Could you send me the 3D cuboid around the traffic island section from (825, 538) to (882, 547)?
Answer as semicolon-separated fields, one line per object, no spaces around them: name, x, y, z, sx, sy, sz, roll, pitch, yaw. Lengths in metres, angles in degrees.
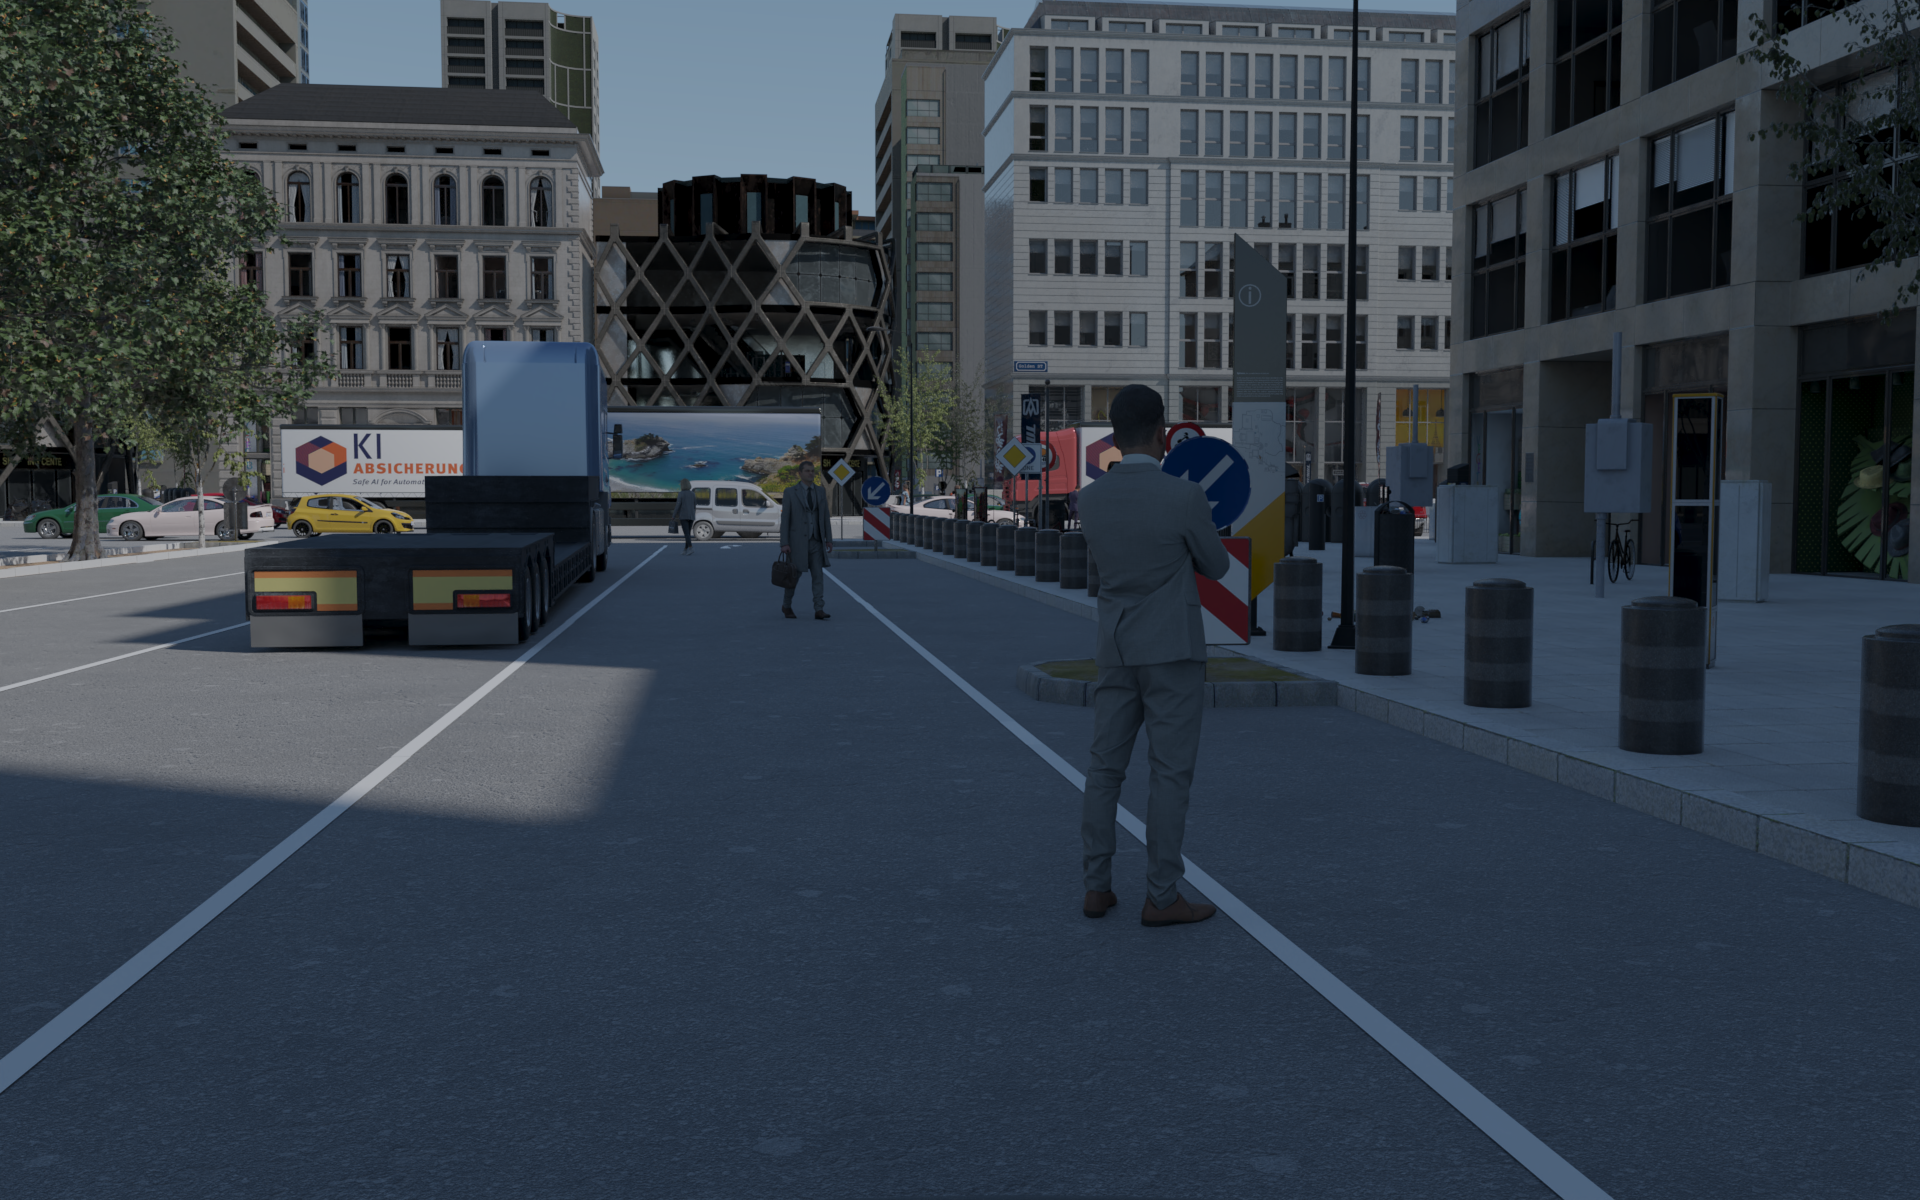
traffic island section;-3.282;-1.599;48.426;2.009;0.180;2.903;0;4;-8

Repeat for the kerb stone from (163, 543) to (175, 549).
kerb stone;-20.421;-1.360;44.436;0.120;0.150;1.000;0;4;-8

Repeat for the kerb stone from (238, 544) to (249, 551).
kerb stone;-18.201;-1.310;43.685;0.120;0.150;1.000;0;4;-8

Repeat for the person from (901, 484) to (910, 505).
person;-2.001;-3.468;65.292;0.778;1.811;0.616;3;4;36

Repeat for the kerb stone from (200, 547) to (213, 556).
kerb stone;-17.795;-1.127;40.627;0.120;0.150;1.000;0;4;-8

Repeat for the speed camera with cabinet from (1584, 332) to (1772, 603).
speed camera with cabinet;8.705;-1.632;21.017;2.038;3.252;0.660;3;4;36

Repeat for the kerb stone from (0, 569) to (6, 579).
kerb stone;-16.310;-0.433;29.400;0.120;0.150;1.000;0;4;-8

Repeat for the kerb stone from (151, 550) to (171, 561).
kerb stone;-17.395;-0.940;37.559;0.120;0.150;1.000;0;4;-8

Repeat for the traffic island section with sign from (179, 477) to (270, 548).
traffic island section with sign;-19.633;-2.347;46.514;2.006;1.907;1.989;0;4;-8

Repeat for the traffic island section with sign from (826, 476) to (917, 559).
traffic island section with sign;-2.068;-1.874;39.260;1.989;1.847;2.006;0;4;-8

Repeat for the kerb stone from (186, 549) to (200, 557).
kerb stone;-17.662;-1.064;39.597;0.120;0.150;1.000;0;4;-8

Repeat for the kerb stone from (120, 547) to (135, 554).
kerb stone;-20.011;-1.173;41.377;0.120;0.150;1.000;0;4;-8

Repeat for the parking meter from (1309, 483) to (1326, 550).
parking meter;8.159;-1.905;39.554;0.372;1.533;0.369;0;3;0

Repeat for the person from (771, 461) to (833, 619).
person;-1.770;-0.687;19.840;0.694;1.812;0.767;-2;4;-30

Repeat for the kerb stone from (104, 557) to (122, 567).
kerb stone;-16.983;-0.753;34.503;0.120;0.150;1.000;0;4;-8

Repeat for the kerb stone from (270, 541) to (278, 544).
kerb stone;-18.600;-1.502;46.757;0.120;0.150;1.000;0;4;-8

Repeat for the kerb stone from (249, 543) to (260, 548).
kerb stone;-18.334;-1.377;44.706;0.120;0.150;1.000;0;4;-8

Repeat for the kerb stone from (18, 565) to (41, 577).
kerb stone;-16.448;-0.503;30.425;0.120;0.150;1.000;0;4;-8

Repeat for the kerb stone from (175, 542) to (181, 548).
kerb stone;-20.554;-1.423;45.464;0.120;0.150;1.000;0;4;-8

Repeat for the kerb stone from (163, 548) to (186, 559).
kerb stone;-17.522;-1.002;38.578;0.120;0.150;1.000;0;4;-8

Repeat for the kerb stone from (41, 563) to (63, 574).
kerb stone;-16.580;-0.566;31.443;0.120;0.150;1.000;0;4;-8

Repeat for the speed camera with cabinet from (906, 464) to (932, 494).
speed camera with cabinet;-2.528;-6.846;106.275;0.660;3.252;2.038;2;4;35

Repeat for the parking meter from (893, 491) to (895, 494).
parking meter;-4.962;-7.610;132.838;0.372;1.533;0.369;0;3;0

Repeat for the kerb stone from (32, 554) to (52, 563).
kerb stone;-19.337;-0.856;36.280;0.120;0.150;1.000;0;4;-8

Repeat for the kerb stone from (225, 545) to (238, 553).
kerb stone;-18.061;-1.252;42.666;0.120;0.150;1.000;0;4;-8

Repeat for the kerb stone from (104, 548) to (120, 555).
kerb stone;-19.876;-1.108;40.354;0.120;0.150;1.000;0;4;-8

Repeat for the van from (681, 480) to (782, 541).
van;-6.574;-2.853;53.661;4.112;2.044;2.013;0;4;-6

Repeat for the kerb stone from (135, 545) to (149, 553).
kerb stone;-20.145;-1.234;42.399;0.120;0.150;1.000;0;4;-8

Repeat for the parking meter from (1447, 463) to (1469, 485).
parking meter;9.488;-1.672;33.045;0.399;1.863;0.255;-2;4;-33

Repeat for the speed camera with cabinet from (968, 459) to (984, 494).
speed camera with cabinet;0.840;-6.387;98.758;0.660;3.252;2.038;-1;4;-14

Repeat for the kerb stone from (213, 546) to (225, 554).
kerb stone;-17.934;-1.189;41.647;0.120;0.150;1.000;0;4;-8

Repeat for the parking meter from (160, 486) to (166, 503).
parking meter;-57.820;-7.336;125.646;0.399;1.863;0.255;-3;4;-37

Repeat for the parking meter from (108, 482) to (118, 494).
parking meter;-39.321;-4.568;80.392;0.255;1.863;0.399;1;4;17

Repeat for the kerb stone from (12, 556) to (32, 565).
kerb stone;-19.206;-0.799;35.261;0.120;0.150;1.000;0;4;-8

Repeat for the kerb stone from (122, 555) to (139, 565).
kerb stone;-17.128;-0.810;35.522;0.120;0.150;1.000;0;4;-8

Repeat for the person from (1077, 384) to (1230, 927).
person;0.661;0.170;5.901;0.511;1.800;0.466;2;4;24

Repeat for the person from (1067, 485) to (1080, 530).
person;4.146;-3.266;62.343;0.683;1.767;0.568;2;4;29

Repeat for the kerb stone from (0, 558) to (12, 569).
kerb stone;-19.063;-0.734;34.244;0.120;0.150;1.000;0;4;-8

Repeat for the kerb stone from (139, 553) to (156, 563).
kerb stone;-17.247;-0.872;36.543;0.120;0.150;1.000;0;4;-8

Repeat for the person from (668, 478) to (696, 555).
person;-6.476;-1.954;40.631;0.709;1.800;0.728;-3;5;-40

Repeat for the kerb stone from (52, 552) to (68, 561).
kerb stone;-19.469;-0.921;37.298;0.120;0.150;1.000;0;4;-8

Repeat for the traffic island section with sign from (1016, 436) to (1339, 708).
traffic island section with sign;1.461;-0.239;12.536;1.989;1.847;2.006;0;4;-8

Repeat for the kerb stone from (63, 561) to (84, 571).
kerb stone;-16.710;-0.628;32.462;0.120;0.150;1.000;0;4;-8

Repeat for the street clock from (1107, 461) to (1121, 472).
street clock;3.421;-2.045;38.005;0.358;2.002;0.471;-1;4;-21

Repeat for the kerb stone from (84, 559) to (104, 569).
kerb stone;-16.848;-0.684;33.480;0.120;0.150;1.000;0;4;-8

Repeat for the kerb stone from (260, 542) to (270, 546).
kerb stone;-18.472;-1.438;45.734;0.120;0.150;1.000;0;4;-8

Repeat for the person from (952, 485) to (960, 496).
person;-0.182;-3.228;61.865;0.643;1.750;0.593;3;5;41

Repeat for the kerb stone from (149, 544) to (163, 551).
kerb stone;-20.281;-1.298;43.418;0.120;0.150;1.000;0;4;-8

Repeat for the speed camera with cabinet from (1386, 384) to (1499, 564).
speed camera with cabinet;8.833;-2.285;31.700;2.038;3.252;0.660;-1;4;-16
